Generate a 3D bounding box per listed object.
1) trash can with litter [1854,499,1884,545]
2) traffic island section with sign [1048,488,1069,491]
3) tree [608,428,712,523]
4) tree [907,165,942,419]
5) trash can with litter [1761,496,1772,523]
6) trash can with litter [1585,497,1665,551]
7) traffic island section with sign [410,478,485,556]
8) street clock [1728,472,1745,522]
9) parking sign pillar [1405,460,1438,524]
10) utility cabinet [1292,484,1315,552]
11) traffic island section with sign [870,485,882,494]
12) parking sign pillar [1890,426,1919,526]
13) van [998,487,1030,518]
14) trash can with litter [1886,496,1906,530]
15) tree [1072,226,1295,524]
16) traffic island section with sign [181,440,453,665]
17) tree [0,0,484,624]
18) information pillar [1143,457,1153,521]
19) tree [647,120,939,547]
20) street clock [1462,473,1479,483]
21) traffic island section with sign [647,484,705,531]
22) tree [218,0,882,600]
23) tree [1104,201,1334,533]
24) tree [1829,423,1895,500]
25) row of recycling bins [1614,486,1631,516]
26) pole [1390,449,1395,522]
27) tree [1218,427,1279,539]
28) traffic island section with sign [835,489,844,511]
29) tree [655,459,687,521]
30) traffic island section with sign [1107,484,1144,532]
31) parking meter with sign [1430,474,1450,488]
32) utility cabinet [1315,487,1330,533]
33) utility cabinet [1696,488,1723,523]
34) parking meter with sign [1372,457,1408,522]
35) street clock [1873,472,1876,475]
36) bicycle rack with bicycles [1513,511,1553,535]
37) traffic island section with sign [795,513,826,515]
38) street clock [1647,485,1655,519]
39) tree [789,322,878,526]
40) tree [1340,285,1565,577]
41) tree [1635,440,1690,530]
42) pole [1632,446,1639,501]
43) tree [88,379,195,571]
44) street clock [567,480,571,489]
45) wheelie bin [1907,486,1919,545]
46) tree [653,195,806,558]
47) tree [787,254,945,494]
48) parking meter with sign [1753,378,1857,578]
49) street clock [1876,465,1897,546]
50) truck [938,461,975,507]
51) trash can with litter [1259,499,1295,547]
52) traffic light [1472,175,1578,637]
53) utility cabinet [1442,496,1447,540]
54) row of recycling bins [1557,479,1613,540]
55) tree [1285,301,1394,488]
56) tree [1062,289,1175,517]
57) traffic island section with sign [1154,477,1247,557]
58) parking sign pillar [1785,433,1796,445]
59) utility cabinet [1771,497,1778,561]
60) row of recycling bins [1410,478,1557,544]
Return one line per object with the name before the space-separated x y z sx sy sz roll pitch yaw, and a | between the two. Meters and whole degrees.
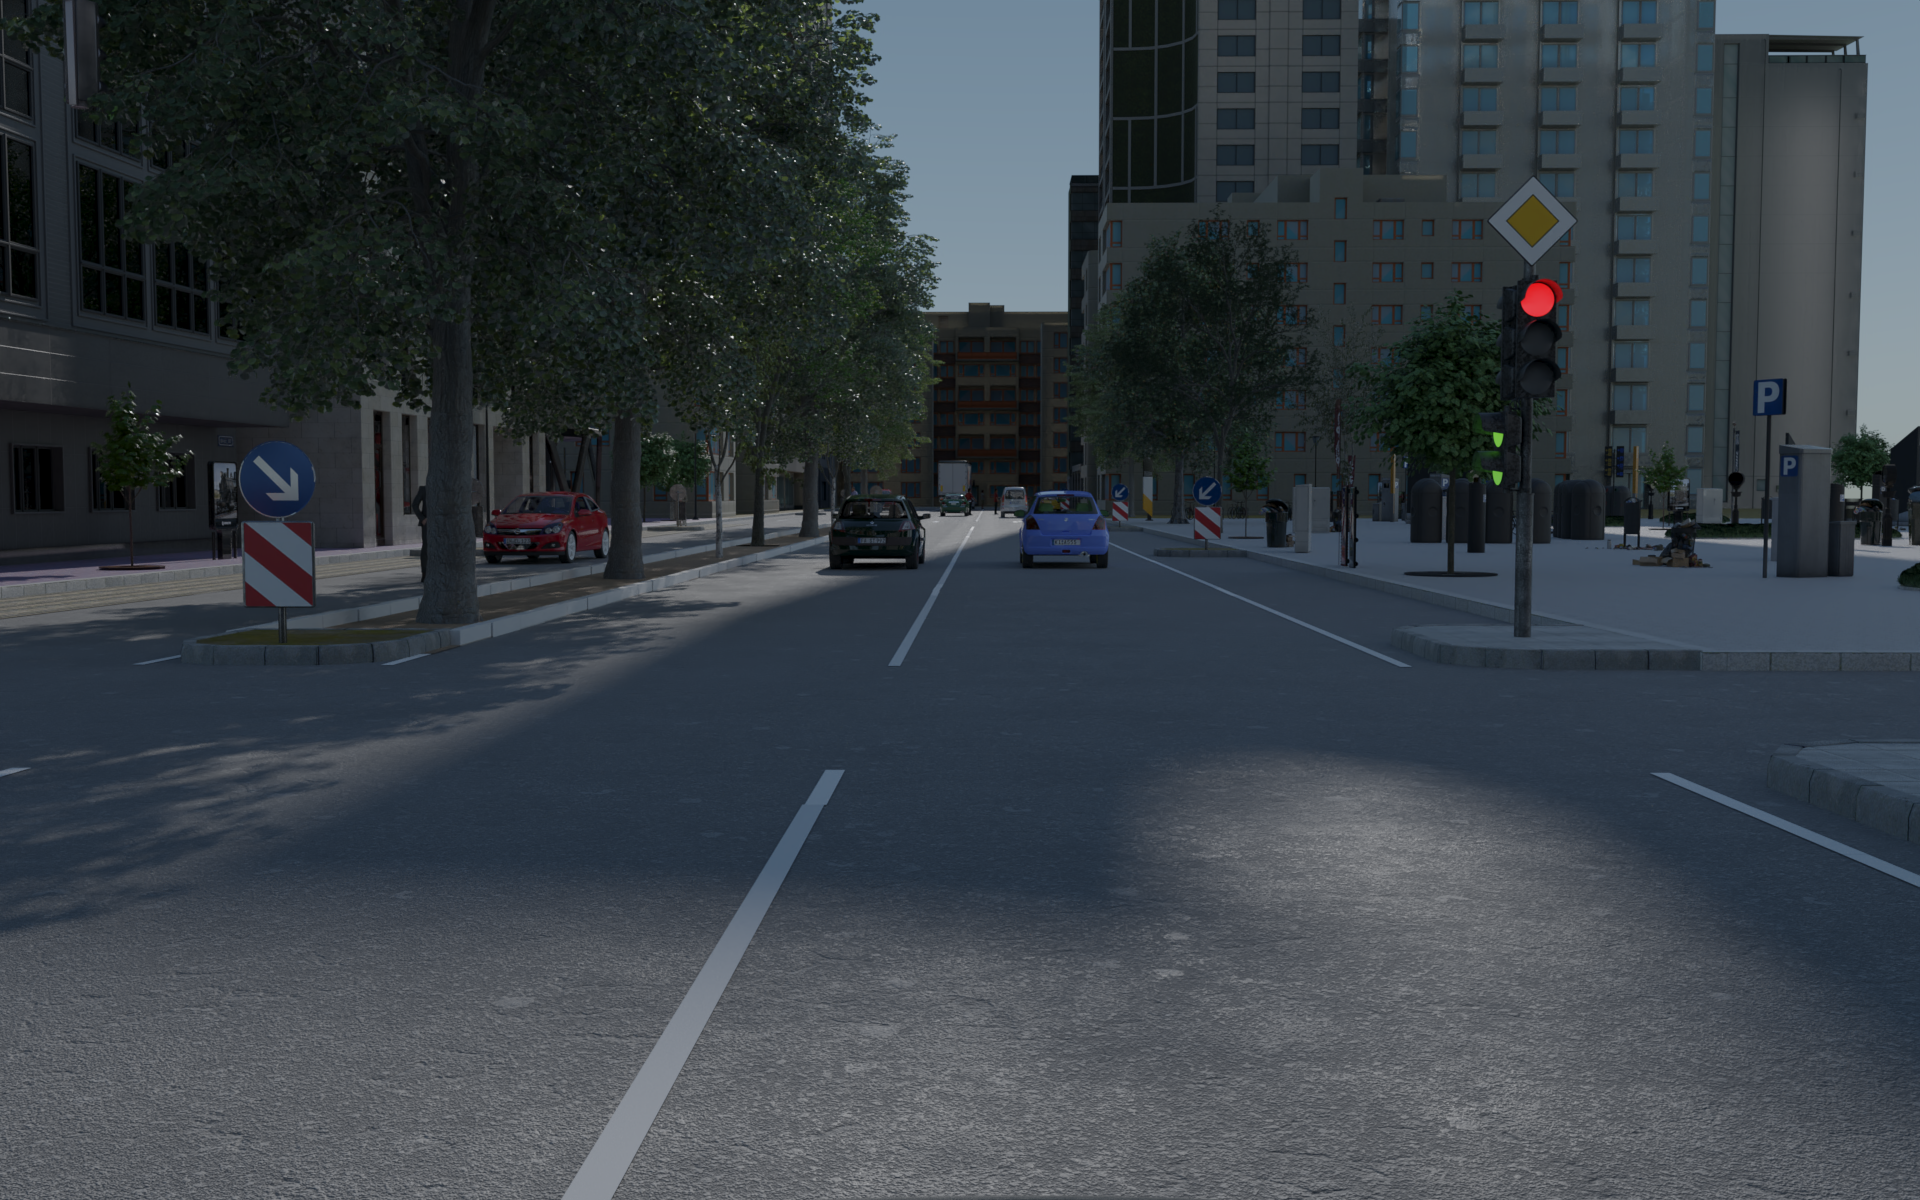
trash can with litter | 22.929 -1.971 43.617 0.624 1.170 1.055 3 4 36
traffic island section with sign | 6.958 -6.647 117.306 1.989 1.847 2.006 0 4 1
tree | -14.282 -5.763 77.931 4.285 4.588 4.351 0 3 0
tree | -5.019 -9.065 57.329 9.857 13.997 8.962 0 3 0
trash can with litter | 30.337 -3.337 65.621 1.678 1.210 2.233 -2 4 -26
trash can with litter | 15.641 -1.763 39.887 1.678 1.210 2.233 -1 4 -16
traffic island section with sign | -11.573 -1.949 40.488 1.989 1.847 2.006 0 4 1
street clock | 25.171 -3.157 56.179 0.471 2.002 0.358 3 4 37
parking sign pillar | 19.965 -5.269 74.613 1.447 3.967 1.447 3 4 38
utility cabinet | 7.557 -1.803 38.166 0.318 1.500 1.173 1 4 14
traffic island section with sign | -4.430 -5.041 90.556 2.006 1.907 1.989 0 4 1
parking sign pillar | 37.848 -4.939 69.230 1.447 3.967 1.447 -1 4 -18
van | 3.324 -6.080 106.411 2.013 2.044 4.112 0 4 1
trash can with litter | 32.619 -3.086 61.517 2.233 1.210 1.678 0 4 2
tree | 9.491 -9.624 74.358 9.611 12.733 9.660 0 3 0
traffic island section with sign | -5.810 -0.446 15.430 2.006 1.907 1.989 0 4 1
tree | -5.700 -6.719 18.970 9.857 13.997 8.962 0 3 0
information pillar | 9.023 -5.613 83.119 0.504 3.616 0.183 -1 4 -20
tree | -5.389 -7.244 46.644 9.928 11.665 9.643 0 3 0
street clock | 15.155 -2.867 51.443 0.471 2.002 0.358 -2 4 -31
traffic island section with sign | -11.071 -3.618 67.790 1.989 1.847 2.006 0 4 1
tree | -5.671 -7.327 28.909 9.857 13.997 8.962 0 3 0
tree | 8.289 -7.458 56.348 8.767 10.594 7.601 2 4 35
tree | 41.354 -5.858 79.490 4.285 4.588 4.351 0 3 0
row of recycling bins | 32.337 -4.835 86.168 1.069 1.692 3.534 0 4 -3
pole | 19.733 -5.206 78.960 0.158 3.312 0.155 0 3 0
tree | 8.127 -3.374 49.773 1.663 3.219 1.824 0 3 0
traffic island section with sign | -9.648 -8.348 145.118 1.989 1.847 2.006 0 4 1
tree | -13.629 -5.364 82.302 1.663 3.219 1.824 0 3 0
traffic island section with sign | 6.040 -3.577 67.114 1.989 1.847 2.006 0 4 1
parking meter with sign | 18.048 -4.213 65.138 0.543 3.016 1.738 -1 4 -22
utility cabinet | 11.486 -2.934 56.653 1.173 1.500 0.318 0 4 4
utility cabinet | 28.386 -3.480 65.577 1.173 1.500 0.318 -2 4 -32
parking meter with sign | 20.025 -5.159 80.605 0.543 3.016 1.738 -3 5 -43
street clock | 28.429 -2.990 53.459 0.358 2.002 0.471 -2 4 -33
bicycle rack with bicycles | 18.109 -2.496 54.200 2.925 0.926 2.852 3 5 42
traffic island section with sign | -10.147 -6.686 117.944 1.989 1.847 2.006 0 4 1
street clock | 35.065 -5.095 87.875 0.471 2.002 0.358 -2 4 -34
tree | -4.785 -6.864 65.052 4.360 8.622 3.978 0 3 0
tree | 7.833 -2.661 27.228 4.285 4.588 4.351 0 3 0
tree | 25.164 -4.098 61.599 1.663 3.219 1.824 0 3 0
pole | 28.748 -4.887 73.743 0.158 3.312 0.155 0 3 0
tree | -14.090 -2.124 29.330 1.663 3.219 1.824 0 3 0
street clock | -20.175 -5.177 89.213 0.358 2.002 0.471 -1 4 -20
wheelie bin | 24.053 -2.164 43.287 0.693 1.594 0.980 1 4 20
tree | -5.356 -5.228 38.301 4.737 8.622 4.395 0 3 0
tree | -4.582 -9.808 80.952 7.486 12.596 7.792 0 3 0
parking meter with sign | 13.043 -1.861 26.684 1.738 3.016 0.543 -2 4 -24
street clock | 22.845 -2.328 42.625 0.358 2.002 0.471 1 4 13
truck | -0.317 -9.943 151.485 2.839 4.237 11.283 0 4 3
trash can with litter | 7.679 -1.859 41.778 0.624 1.170 1.055 2 4 32
traffic light | 5.037 -1.623 15.456 0.839 4.253 0.868 0 4 1
utility cabinet | 13.833 -2.304 48.835 1.020 1.237 0.306 -1 4 -21
row of recycling bins | 17.751 -2.613 49.829 1.069 1.692 3.534 1 4 9
tree | 14.375 -7.030 65.311 4.360 8.622 3.978 0 3 0
tree | 9.181 -10.923 96.721 7.486 12.596 7.792 0 3 0
traffic island section with sign | 5.529 -1.929 40.163 1.989 1.847 2.006 0 4 1
parking sign pillar | 36.914 -5.386 76.526 1.447 3.967 1.447 -3 5 -41
utility cabinet | 15.996 -1.350 33.236 1.020 1.237 0.306 -2 4 -33
row of recycling bins | 13.614 -2.335 45.296 3.534 1.692 1.069 1 4 12
